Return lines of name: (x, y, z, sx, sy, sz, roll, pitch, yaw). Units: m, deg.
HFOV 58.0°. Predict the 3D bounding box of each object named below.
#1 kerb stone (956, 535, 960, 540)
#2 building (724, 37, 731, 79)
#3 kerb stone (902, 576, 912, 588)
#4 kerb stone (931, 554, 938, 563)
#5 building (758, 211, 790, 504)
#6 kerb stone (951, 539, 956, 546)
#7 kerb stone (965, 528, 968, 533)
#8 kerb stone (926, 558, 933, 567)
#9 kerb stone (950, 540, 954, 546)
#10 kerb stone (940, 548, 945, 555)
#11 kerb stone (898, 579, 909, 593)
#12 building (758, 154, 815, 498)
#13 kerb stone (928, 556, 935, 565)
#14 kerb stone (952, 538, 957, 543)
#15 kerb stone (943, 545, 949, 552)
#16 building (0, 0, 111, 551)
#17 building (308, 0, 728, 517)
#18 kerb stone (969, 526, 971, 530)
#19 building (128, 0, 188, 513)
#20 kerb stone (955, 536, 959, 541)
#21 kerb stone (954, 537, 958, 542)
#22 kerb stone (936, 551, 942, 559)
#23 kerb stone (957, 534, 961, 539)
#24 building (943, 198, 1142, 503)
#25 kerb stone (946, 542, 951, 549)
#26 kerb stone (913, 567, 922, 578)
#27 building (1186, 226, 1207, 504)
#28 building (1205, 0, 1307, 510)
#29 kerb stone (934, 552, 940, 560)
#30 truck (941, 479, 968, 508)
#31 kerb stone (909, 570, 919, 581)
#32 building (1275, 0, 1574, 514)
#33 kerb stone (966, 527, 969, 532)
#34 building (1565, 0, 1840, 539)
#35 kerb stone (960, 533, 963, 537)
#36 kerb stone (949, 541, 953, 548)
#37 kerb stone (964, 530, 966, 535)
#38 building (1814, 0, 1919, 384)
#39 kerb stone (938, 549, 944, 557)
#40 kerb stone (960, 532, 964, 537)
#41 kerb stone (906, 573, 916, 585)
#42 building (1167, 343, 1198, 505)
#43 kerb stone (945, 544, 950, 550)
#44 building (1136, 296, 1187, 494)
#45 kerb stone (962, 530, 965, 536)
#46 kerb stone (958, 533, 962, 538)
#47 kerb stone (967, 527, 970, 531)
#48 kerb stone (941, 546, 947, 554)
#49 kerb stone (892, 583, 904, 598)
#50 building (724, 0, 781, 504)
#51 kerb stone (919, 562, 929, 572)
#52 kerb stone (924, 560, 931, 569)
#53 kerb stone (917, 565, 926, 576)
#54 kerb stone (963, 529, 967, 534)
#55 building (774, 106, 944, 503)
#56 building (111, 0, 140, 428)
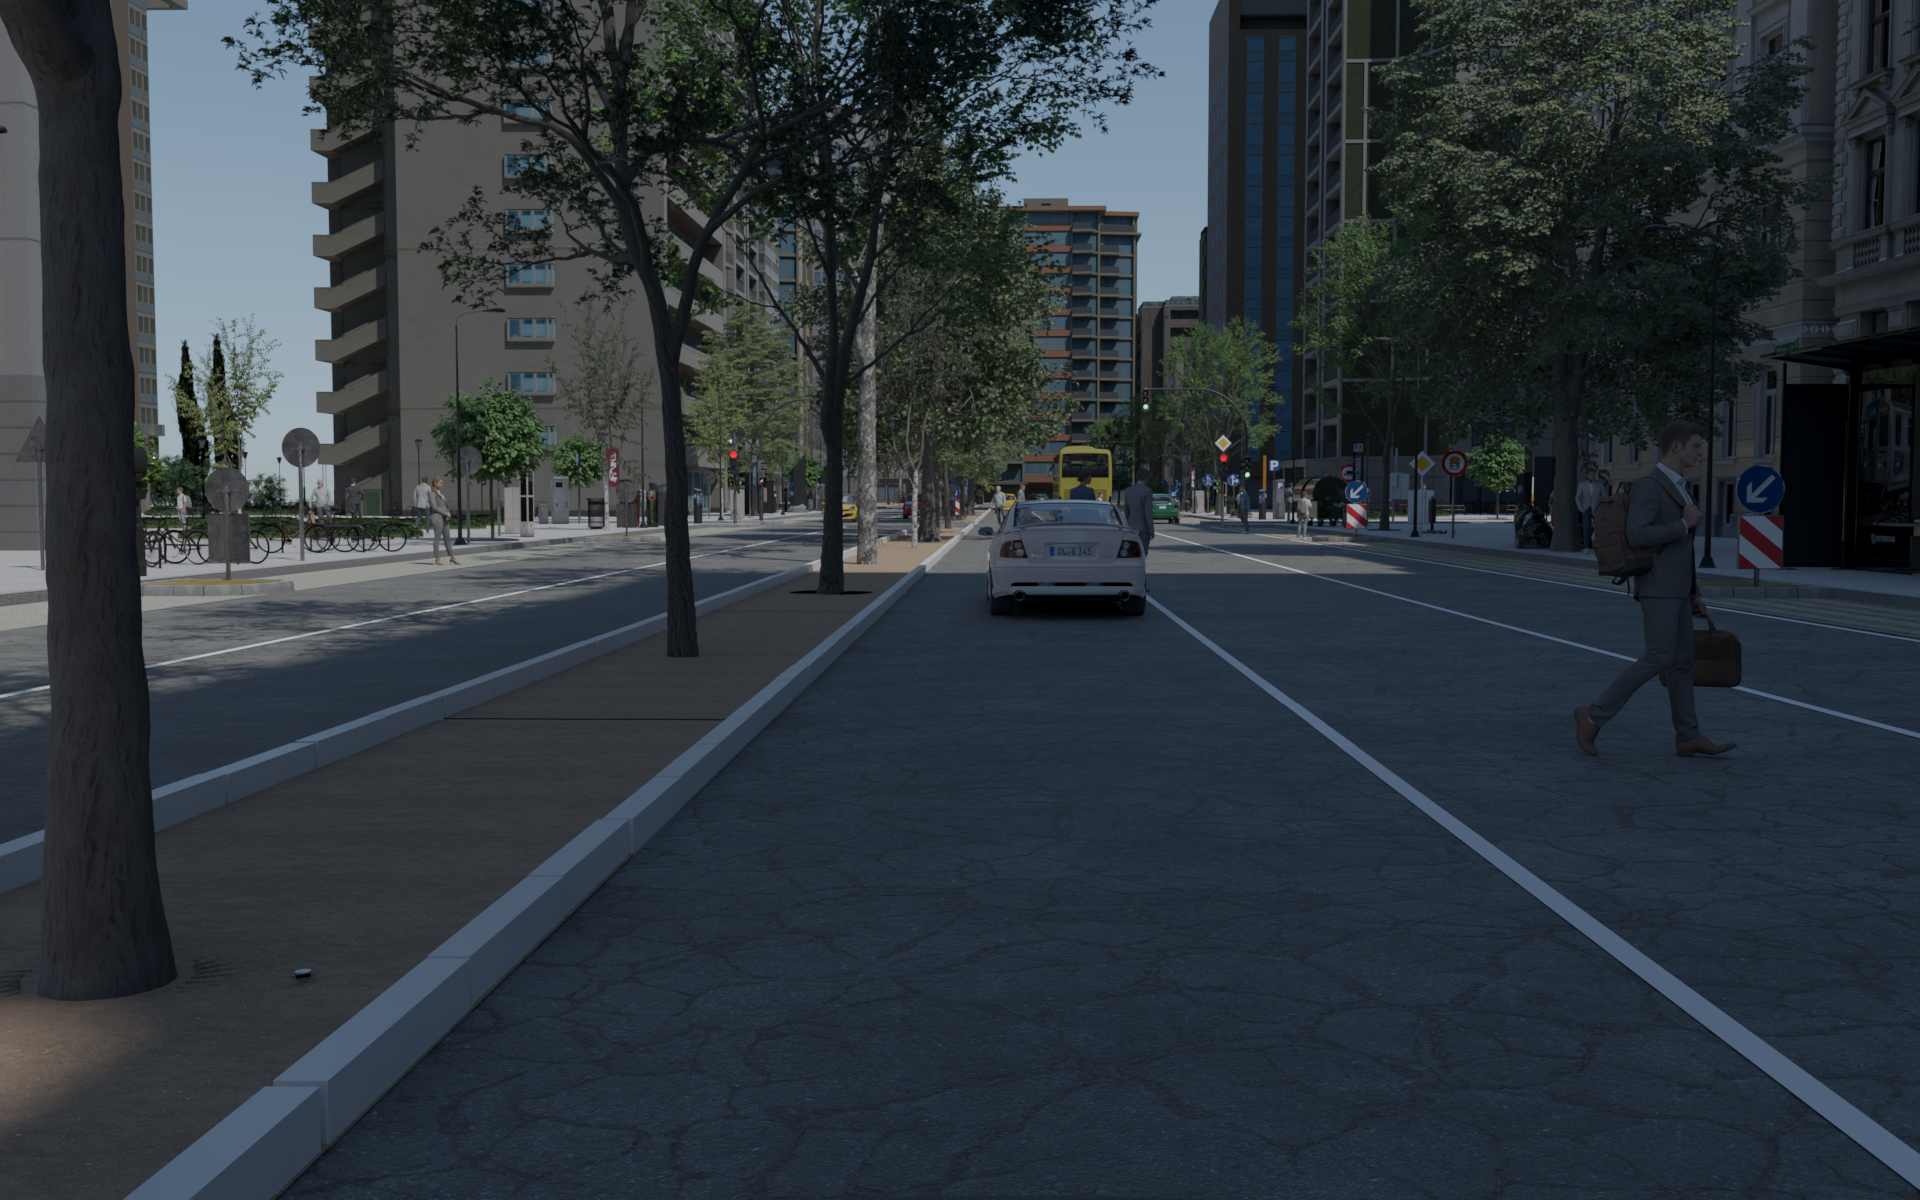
kerb stone: (-0.147, -1.727, 50.429, 0.120, 0.150, 1.000, 0, 4, 2)
building: (-30.814, -29.884, 143.225, 22.147, 44.769, 28.867, 0, 4, 2)
kerb stone: (-0.837, -0.220, 25.795, 0.120, 0.150, 1.000, 0, 4, 2)
kerb stone: (-0.579, -0.785, 35.023, 0.120, 0.150, 1.000, 0, 4, 2)
building: (-33.004, -30.552, 191.403, 32.217, 40.220, 23.993, 0, 4, 2)
kerb stone: (-0.262, -1.476, 46.337, 0.120, 0.150, 1.000, 0, 4, 2)
kerb stone: (0.102, -2.291, 59.661, 0.120, 0.150, 1.000, 0, 4, 2)
kerb stone: (-0.635, -0.657, 32.966, 0.120, 0.150, 1.000, 0, 4, 2)
kerb stone: (-0.295, -1.414, 45.315, 0.120, 0.150, 1.000, 0, 4, 2)
kerb stone: (-0.465, -1.029, 39.129, 0.120, 0.150, 1.000, 0, 4, 2)
kerb stone: (-0.855, -0.158, 24.773, 0.120, 0.150, 1.000, 0, 4, 2)
building: (-31.059, -34.271, 214.957, 28.867, 44.769, 22.147, 0, 4, 2)
kerb stone: (-0.613, -0.721, 33.988, 0.120, 0.150, 1.000, 0, 4, 2)
kerb stone: (-0.239, -1.537, 47.358, 0.120, 0.150, 1.000, 0, 4, 2)
kerb stone: (-0.409, -1.156, 41.203, 0.120, 0.150, 1.000, 0, 4, 2)
building: (-31.656, -29.709, 27.746, 21.231, 58.520, 28.212, 0, 4, 2)
building: (-26.809, -29.534, 106.584, 21.300, 48.544, 21.600, 0, 4, 2)
kerb stone: (0.245, -2.601, 64.776, 0.120, 0.150, 1.000, 0, 4, 2)
building: (-65.863, -25.343, 106.238, 23.993, 40.220, 32.217, 0, 4, 2)
kerb stone: (-0.176, -1.661, 49.408, 0.120, 0.150, 1.000, 0, 4, 2)
kerb stone: (-0.204, -1.601, 48.380, 0.120, 0.150, 1.000, 0, 4, 2)
kerb stone: (-0.523, -0.906, 37.086, 0.120, 0.150, 1.000, 0, 4, 2)
kerb stone: (-0.121, -1.790, 51.460, 0.120, 0.150, 1.000, 0, 4, 2)
building: (12.039, -36.963, 258.966, 28.867, 44.769, 22.147, 0, 4, 2)
kerb stone: (-0.355, -1.288, 43.260, 0.120, 0.150, 1.000, 0, 4, 2)
kerb stone: (-0.754, -0.408, 28.869, 0.120, 0.150, 1.000, 0, 4, 2)
building: (32.716, -25.478, 188.270, 14.160, 30.474, 14.107, 0, 4, 2)
building: (28.960, -30.498, 148.759, 14.600, 45.320, 14.200, 0, 4, 2)
kerb stone: (-0.544, -0.846, 36.046, 0.120, 0.150, 1.000, 0, 4, 2)
truck: (-0.005, -12.211, 189.401, 2.967, 4.110, 18.799, 0, 4, 3)
kerb stone: (-0.784, -0.345, 27.842, 0.120, 0.150, 1.000, 0, 4, 2)
building: (34.299, -41.836, 122.273, 20.563, 71.187, 20.611, 0, 4, 2)
kerb stone: (0.153, -2.416, 61.705, 0.120, 0.150, 1.000, 0, 4, 2)
building: (28.679, -16.444, 54.764, 13.634, 28.700, 20.117, 0, 4, 2)
kerb stone: (-0.068, -1.915, 53.515, 0.120, 0.150, 1.000, 0, 4, 2)
kerb stone: (-0.322, -1.350, 44.286, 0.120, 0.150, 1.000, 0, 4, 2)
kerb stone: (0.049, -2.166, 57.614, 0.120, 0.150, 1.000, 0, 4, 2)
building: (27.035, -12.605, 34.970, 11.050, 23.489, 19.941, 0, 4, 2)
kerb stone: (-0.488, -0.973, 38.107, 0.120, 0.150, 1.000, 0, 4, 2)
kerb stone: (-0.039, -1.978, 54.540, 0.120, 0.150, 1.000, 0, 4, 2)
kerb stone: (-0.805, -0.281, 26.817, 0.120, 0.150, 1.000, 0, 4, 2)
building: (40.348, -22.340, 210.291, 27.650, 21.520, 28.899, 0, 4, 2)
kerb stone: (-0.380, -1.225, 42.227, 0.120, 0.150, 1.000, 0, 4, 2)
building: (33.440, -29.620, 255.980, 14.107, 30.474, 14.160, 0, 4, 2)
kerb stone: (0.018, -2.104, 56.589, 0.120, 0.150, 1.000, 0, 4, 2)
kerb stone: (-0.102, -1.853, 52.488, 0.120, 0.150, 1.000, 0, 4, 2)
kerb stone: (0.184, -2.479, 62.728, 0.120, 0.150, 1.000, 0, 4, 2)
kerb stone: (-0.441, -1.099, 40.164, 0.120, 0.150, 1.000, 0, 4, 2)
kerb stone: (-0.888, -0.095, 23.747, 0.120, 0.150, 1.000, 0, 4, 2)
building: (-28.265, -44.611, 167.633, 20.563, 71.187, 20.611, 0, 4, 2)
kerb stone: (-0.688, -0.533, 30.912, 0.120, 0.150, 1.000, 0, 4, 2)
kerb stone: (-0.669, -0.596, 31.934, 0.120, 0.150, 1.000, 0, 4, 2)
kerb stone: (-0.720, -0.471, 29.891, 0.120, 0.150, 1.000, 0, 4, 2)
kerb stone: (0.071, -2.224, 58.639, 0.120, 0.150, 1.000, 0, 4, 2)
building: (-16.476, -43.903, 259.805, 28.212, 58.520, 21.231, 0, 4, 2)
building: (-40.075, -25.156, 61.419, 14.200, 45.320, 14.600, 0, 4, 2)
